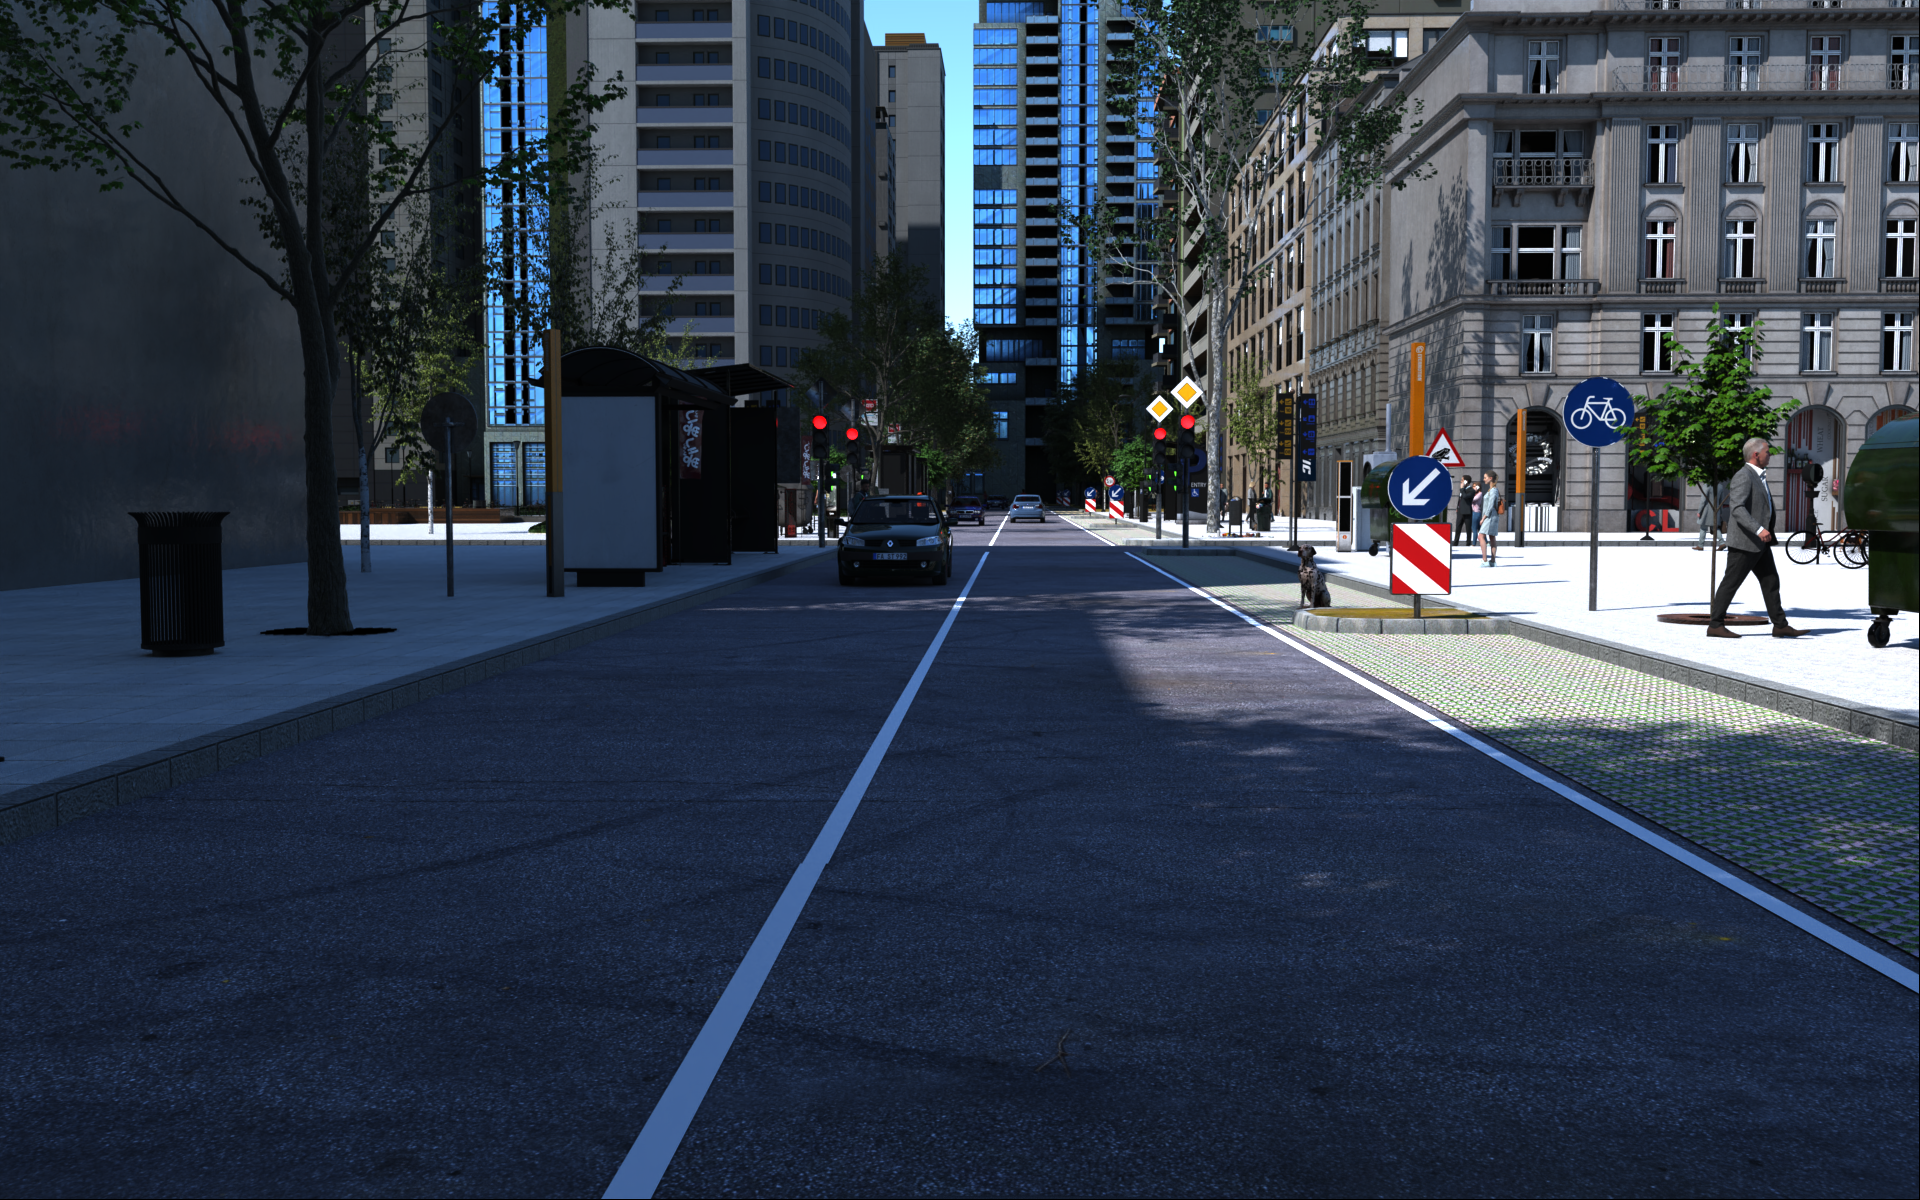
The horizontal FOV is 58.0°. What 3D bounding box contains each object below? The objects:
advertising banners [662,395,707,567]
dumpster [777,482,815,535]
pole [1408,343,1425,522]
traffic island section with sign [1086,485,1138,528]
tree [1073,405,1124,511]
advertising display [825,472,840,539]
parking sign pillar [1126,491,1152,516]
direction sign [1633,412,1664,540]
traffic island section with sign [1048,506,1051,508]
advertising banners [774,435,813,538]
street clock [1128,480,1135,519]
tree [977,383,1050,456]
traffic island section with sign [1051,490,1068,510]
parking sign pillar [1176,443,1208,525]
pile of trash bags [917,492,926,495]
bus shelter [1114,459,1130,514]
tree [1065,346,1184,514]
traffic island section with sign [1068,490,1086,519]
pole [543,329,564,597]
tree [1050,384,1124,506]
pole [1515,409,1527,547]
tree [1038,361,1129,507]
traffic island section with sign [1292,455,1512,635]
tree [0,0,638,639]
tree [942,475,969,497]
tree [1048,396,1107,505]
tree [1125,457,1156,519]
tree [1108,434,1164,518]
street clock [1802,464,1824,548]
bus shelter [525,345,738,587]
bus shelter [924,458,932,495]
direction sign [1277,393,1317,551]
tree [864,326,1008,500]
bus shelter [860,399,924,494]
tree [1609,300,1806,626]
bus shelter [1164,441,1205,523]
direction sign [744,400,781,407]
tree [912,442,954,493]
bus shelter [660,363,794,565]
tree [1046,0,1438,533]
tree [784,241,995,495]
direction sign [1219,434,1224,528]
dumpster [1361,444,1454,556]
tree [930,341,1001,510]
[{"bbox_3d":[-5.428,-2.091,30.377,2.074,3.025,0.090,-2,4,-24],"label":"advertising banners"},{"bbox_3d":[-5.384,-3.043,55.519,1.264,1.857,1.865,0,4,2],"label":"dumpster"},{"bbox_3d":[6.177,-1.811,23.448,0.158,3.312,0.155,0,3,0],"label":"pole"},{"bbox_3d":[6.518,-3.990,73.864,1.989,1.847,2.006,0,4,2],"label":"traffic island section with sign"},{"bbox_3d":[10.947,-11.182,133.183,4.737,8.622,4.395,0,3,0],"label":"tree"},{"bbox_3d":[-3.690,-2.757,50.289,0.123,1.923,0.974,-2,4,-23],"label":"advertising display"},{"bbox_3d":[10.362,-6.830,100.135,1.447,3.967,1.447,-2,4,-30],"label":"parking sign pillar"},{"bbox_3d":[19.071,-3.422,47.955,0.876,3.537,0.379,3,5,43],"label":"direction sign"},{"bbox_3d":[10.125,-10.396,178.602,1.989,1.847,2.006,0,4,2],"label":"traffic island section with sign"},{"bbox_3d":[-5.007,-3.348,50.934,0.090,3.025,2.074,3,4,37],"label":"advertising banners"},{"bbox_3d":[8.907,-5.225,90.005,0.358,2.002,0.471,2,4,30],"label":"street clock"},{"bbox_3d":[-1.034,-14.478,147.079,12.009,13.543,11.850,0,3,0],"label":"tree"},{"bbox_3d":[9.185,-8.729,151.348,1.989,1.847,2.006,0,4,2],"label":"traffic island section with sign"},{"bbox_3d":[9.869,-5.185,73.249,1.447,3.967,1.447,-1,4,-14],"label":"parking sign pillar"},{"bbox_3d":[-2.888,-4.916,90.125,1.912,1.369,3.447,3,4,36],"label":"pile of trash bags"},{"bbox_3d":[11.324,-7.634,116.100,1.731,3.624,6.357,0,4,2],"label":"bus shelter"},{"bbox_3d":[10.312,-10.613,107.938,8.767,10.594,7.601,2,4,28],"label":"tree"},{"bbox_3d":[7.451,-5.638,100.803,1.989,1.847,2.006,0,4,2],"label":"traffic island section with sign"},{"bbox_3d":[-5.054,-1.694,21.544,0.158,3.312,0.155,0,3,0],"label":"pole"},{"bbox_3d":[13.004,-16.968,187.803,12.009,13.543,11.850,0,3,0],"label":"tree"},{"bbox_3d":[13.481,-2.923,41.634,0.158,3.312,0.155,0,3,0],"label":"pole"},{"bbox_3d":[11.954,-15.950,167.444,9.857,13.997,8.962,0,3,0],"label":"tree"},{"bbox_3d":[4.629,-0.604,18.503,1.989,1.847,2.006,0,4,2],"label":"traffic island section with sign"},{"bbox_3d":[-5.928,-5.497,15.630,9.928,11.665,9.643,0,3,0],"label":"tree"},{"bbox_3d":[-0.504,-13.587,172.503,4.360,8.622,3.978,0,3,0],"label":"tree"},{"bbox_3d":[13.843,-17.169,198.838,7.486,12.596,7.792,0,3,0],"label":"tree"},{"bbox_3d":[9.182,-5.731,88.302,1.663,3.219,1.824,0,3,0],"label":"tree"},{"bbox_3d":[9.617,-6.756,94.179,4.285,4.588,4.351,0,3,0],"label":"tree"},{"bbox_3d":[20.241,-2.238,41.160,0.471,2.002,0.358,-2,4,-24],"label":"street clock"},{"bbox_3d":[-4.815,-1.984,26.368,2.014,3.302,5.546,0,4,2],"label":"bus shelter"},{"bbox_3d":[-2.926,-7.535,100.834,2.179,5.291,8.768,0,4,2],"label":"bus shelter"},{"bbox_3d":[7.577,-2.876,39.014,0.876,3.537,0.379,0,4,-5],"label":"direction sign"},{"bbox_3d":[-1.617,-12.096,114.777,9.611,12.733,9.660,0,3,0],"label":"tree"},{"bbox_3d":[-3.017,-5.992,75.607,2.179,5.291,8.768,0,4,2],"label":"bus shelter"},{"bbox_3d":[7.597,-1.394,17.394,1.663,3.219,1.824,0,3,0],"label":"tree"},{"bbox_3d":[10.131,-5.403,79.615,1.731,3.624,6.357,0,4,2],"label":"bus shelter"},{"bbox_3d":[-4.754,-3.046,41.793,0.876,3.537,0.379,0,4,6],"label":"direction sign"},{"bbox_3d":[-2.067,-7.608,108.106,4.285,4.588,4.351,0,3,0],"label":"tree"},{"bbox_3d":[-4.530,-2.625,34.208,1.731,3.624,6.357,0,4,2],"label":"bus shelter"},{"bbox_3d":[9.202,-12.333,57.526,12.611,20.169,13.585,0,3,0],"label":"tree"},{"bbox_3d":[-3.080,-7.934,64.136,7.601,10.594,8.767,3,4,38],"label":"tree"},{"bbox_3d":[9.807,-4.489,65.397,0.379,3.537,0.876,0,4,-2],"label":"direction sign"},{"bbox_3d":[9.009,-1.981,34.888,1.502,2.255,1.985,0,4,2],"label":"dumpster"},{"bbox_3d":[-0.836,-12.807,127.521,7.486,12.596,7.792,0,3,0],"label":"tree"}]
